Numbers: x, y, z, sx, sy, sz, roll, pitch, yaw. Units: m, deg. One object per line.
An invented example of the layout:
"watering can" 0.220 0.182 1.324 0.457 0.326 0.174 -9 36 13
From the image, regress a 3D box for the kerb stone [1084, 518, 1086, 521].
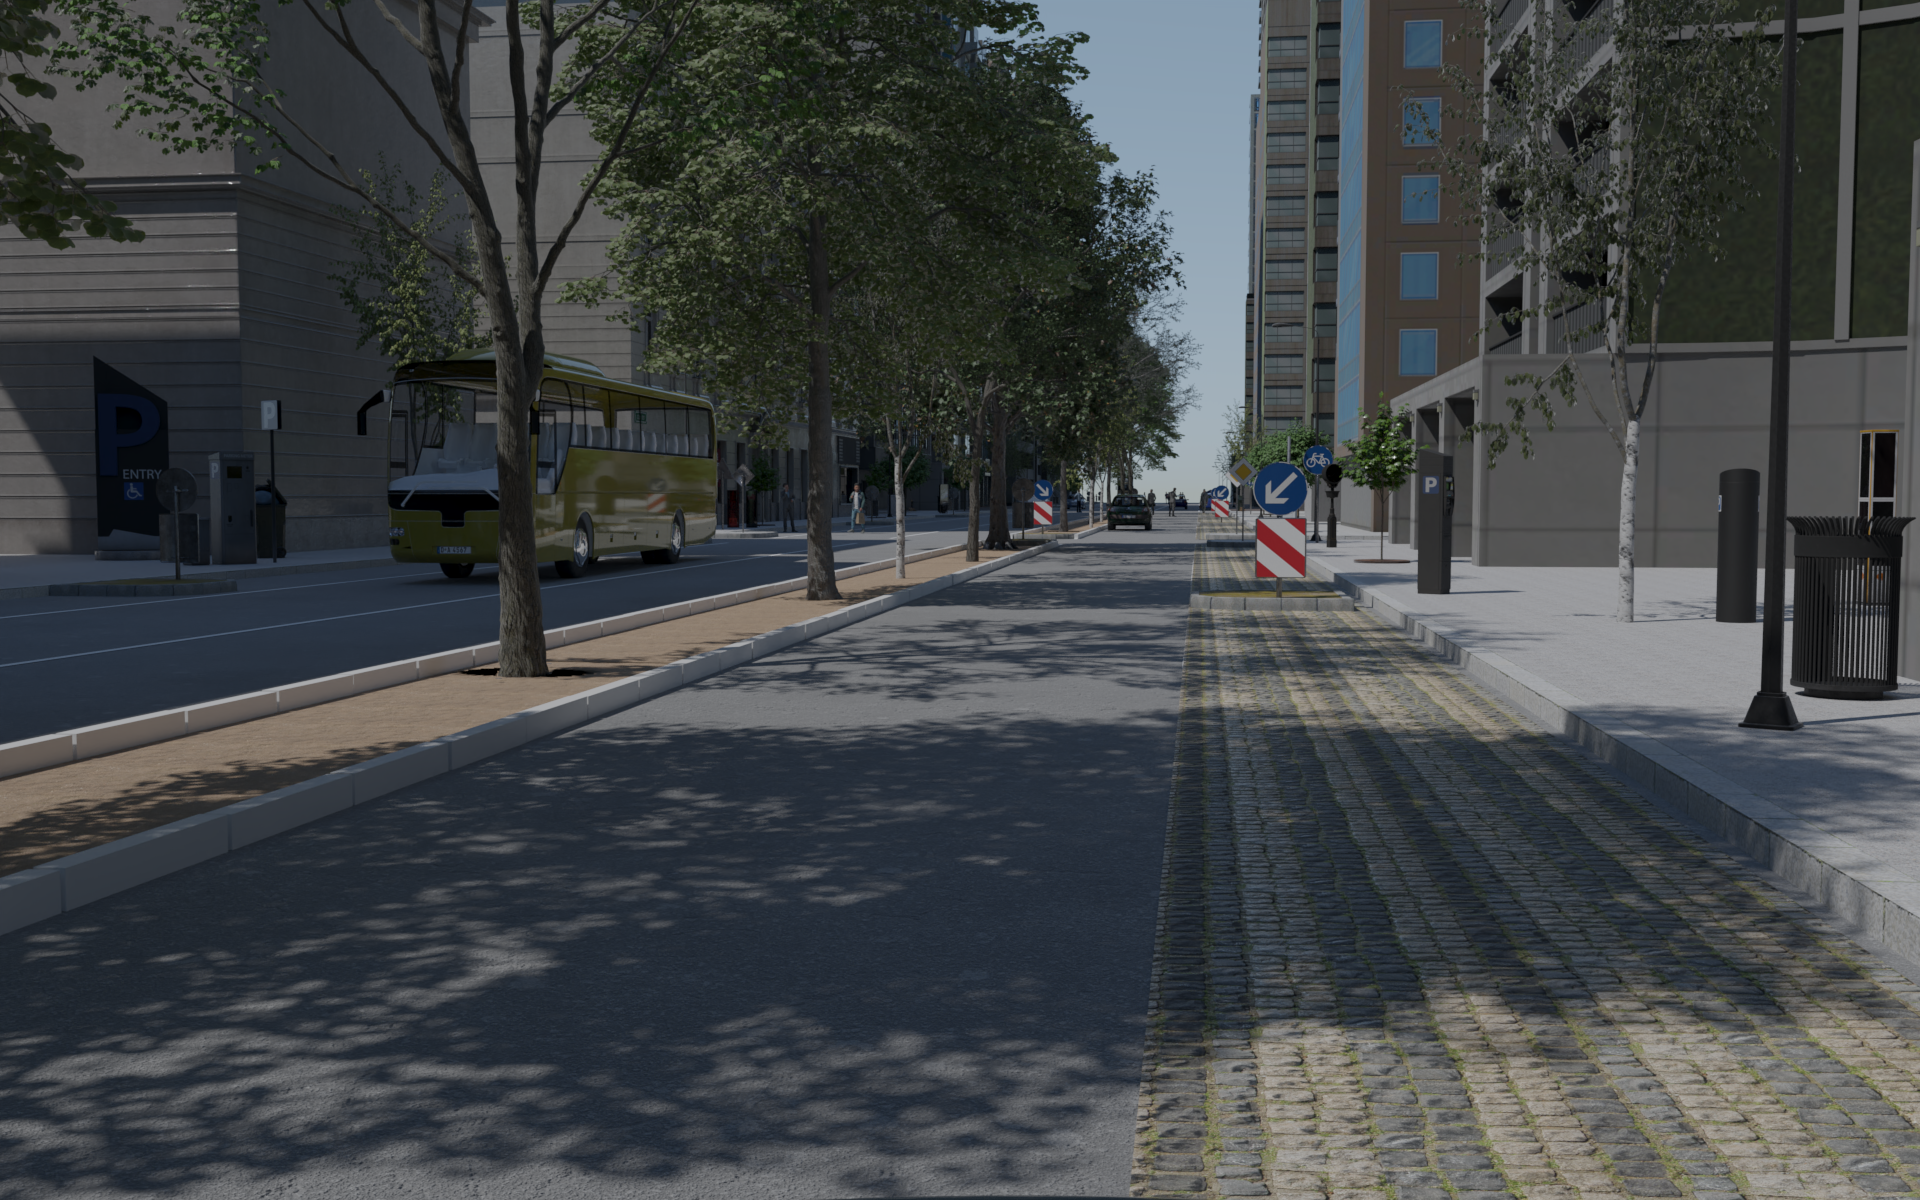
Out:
"kerb stone" 6.199 -4.048 88.502 0.120 0.150 1.000 0 4 8

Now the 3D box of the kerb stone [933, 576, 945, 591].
"kerb stone" -0.389 -0.214 25.748 0.120 0.150 1.000 0 4 8

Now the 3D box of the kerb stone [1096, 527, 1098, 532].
"kerb stone" 4.902 -2.548 63.859 0.120 0.150 1.000 0 4 8

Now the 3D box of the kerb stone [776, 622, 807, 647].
"kerb stone" -1.656 0.343 16.584 0.120 0.150 1.000 0 4 8

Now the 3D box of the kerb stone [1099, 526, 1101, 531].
"kerb stone" 5.177 -2.672 65.888 0.120 0.150 1.000 0 4 8

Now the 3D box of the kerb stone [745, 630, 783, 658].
"kerb stone" -1.792 0.405 15.571 0.120 0.150 1.000 0 4 8

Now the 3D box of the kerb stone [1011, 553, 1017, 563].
"kerb stone" 1.026 -0.838 35.916 0.120 0.150 1.000 0 4 8

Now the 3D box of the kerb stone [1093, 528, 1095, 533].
"kerb stone" 4.623 -2.424 61.829 0.120 0.150 1.000 0 4 8

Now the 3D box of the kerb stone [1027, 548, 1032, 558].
"kerb stone" 1.452 -1.025 38.963 0.120 0.150 1.000 0 4 8

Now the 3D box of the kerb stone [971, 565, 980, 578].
"kerb stone" 0.174 -0.466 29.809 0.120 0.150 1.000 0 4 8

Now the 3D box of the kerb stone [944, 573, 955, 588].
"kerb stone" -0.249 -0.280 26.767 0.120 0.150 1.000 0 4 8

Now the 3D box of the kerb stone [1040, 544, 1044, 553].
"kerb stone" 1.872 -1.212 42.012 0.120 0.150 1.000 0 4 8

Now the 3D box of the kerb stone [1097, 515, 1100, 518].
"kerb stone" 8.161 -4.920 102.695 0.120 0.150 1.000 0 4 8

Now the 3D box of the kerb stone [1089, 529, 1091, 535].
"kerb stone" 4.332 -2.299 59.787 0.120 0.150 1.000 0 4 8

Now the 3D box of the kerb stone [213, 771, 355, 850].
"kerb stone" -2.918 0.905 7.465 0.120 0.150 1.000 0 4 8

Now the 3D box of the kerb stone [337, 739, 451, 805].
"kerb stone" -2.777 0.841 8.477 0.120 0.150 1.000 0 4 8

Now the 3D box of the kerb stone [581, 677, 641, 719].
"kerb stone" -2.354 0.656 11.515 0.120 0.150 1.000 0 4 8

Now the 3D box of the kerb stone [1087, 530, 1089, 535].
"kerb stone" 4.189 -2.237 58.775 0.120 0.150 1.000 0 4 8

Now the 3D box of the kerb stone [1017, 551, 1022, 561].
"kerb stone" 1.166 -0.901 36.928 0.120 0.150 1.000 0 4 8

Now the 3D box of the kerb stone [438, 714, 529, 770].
"kerb stone" -2.627 0.779 9.489 0.120 0.150 1.000 0 4 8

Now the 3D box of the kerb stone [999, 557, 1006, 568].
"kerb stone" 0.742 -0.709 33.873 0.120 0.150 1.000 0 4 8

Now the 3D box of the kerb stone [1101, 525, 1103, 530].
"kerb stone" 5.328 -2.733 66.899 0.120 0.150 1.000 0 4 8

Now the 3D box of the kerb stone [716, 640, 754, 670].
"kerb stone" -1.936 0.472 14.559 0.120 0.150 1.000 0 4 8

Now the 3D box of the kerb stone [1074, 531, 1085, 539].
"kerb stone" 3.916 -2.113 56.747 0.120 0.150 1.000 0 4 8

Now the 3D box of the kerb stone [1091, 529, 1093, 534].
"kerb stone" 4.481 -2.362 60.807 0.120 0.150 1.000 0 4 8

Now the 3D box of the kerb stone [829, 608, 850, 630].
"kerb stone" -1.368 0.227 18.624 0.120 0.150 1.000 0 4 8

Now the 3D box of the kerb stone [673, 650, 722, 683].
"kerb stone" -2.075 0.529 13.546 0.120 0.150 1.000 0 4 8

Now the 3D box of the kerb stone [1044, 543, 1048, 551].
"kerb stone" 2.014 -1.269 43.025 0.120 0.150 1.000 0 4 8

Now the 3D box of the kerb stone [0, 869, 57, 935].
"kerb stone" -3.201 1.027 5.432 0.120 0.150 1.000 0 4 8

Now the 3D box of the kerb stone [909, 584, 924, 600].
"kerb stone" -0.662 -0.087 23.708 0.120 0.150 1.000 0 4 8

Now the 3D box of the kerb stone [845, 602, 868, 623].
"kerb stone" -1.226 0.156 19.642 0.120 0.150 1.000 0 4 8

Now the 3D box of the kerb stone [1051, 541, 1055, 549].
"kerb stone" 2.294 -1.391 45.051 0.120 0.150 1.000 0 4 8

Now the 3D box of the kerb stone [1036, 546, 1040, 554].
"kerb stone" 1.733 -1.150 40.995 0.120 0.150 1.000 0 4 8

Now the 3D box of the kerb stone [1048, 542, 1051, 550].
"kerb stone" 2.152 -1.333 44.038 0.120 0.150 1.000 0 4 8

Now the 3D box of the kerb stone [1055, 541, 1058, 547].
"kerb stone" 2.435 -1.460 46.073 0.120 0.150 1.000 0 4 8

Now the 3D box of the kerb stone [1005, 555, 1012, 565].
"kerb stone" 0.876 -0.773 34.896 0.120 0.150 1.000 0 4 8

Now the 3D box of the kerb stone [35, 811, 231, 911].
"kerb stone" -3.058 0.963 6.445 0.120 0.150 1.000 0 4 8

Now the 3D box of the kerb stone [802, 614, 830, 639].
"kerb stone" -1.511 0.282 17.608 0.120 0.150 1.000 0 4 8

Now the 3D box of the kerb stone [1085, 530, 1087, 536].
"kerb stone" 4.049 -2.171 57.763 0.120 0.150 1.000 0 4 8

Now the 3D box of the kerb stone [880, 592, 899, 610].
"kerb stone" -0.941 0.032 21.677 0.120 0.150 1.000 0 4 8

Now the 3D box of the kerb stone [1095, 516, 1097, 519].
"kerb stone" 7.468 -4.614 97.627 0.120 0.150 1.000 0 4 8

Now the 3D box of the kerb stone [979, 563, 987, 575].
"kerb stone" 0.320 -0.528 30.821 0.120 0.150 1.000 0 4 8

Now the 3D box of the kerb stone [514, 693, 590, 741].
"kerb stone" -2.494 0.715 10.502 0.120 0.150 1.000 0 4 8

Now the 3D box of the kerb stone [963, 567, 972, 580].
"kerb stone" 0.038 -0.404 28.795 0.120 0.150 1.000 0 4 8

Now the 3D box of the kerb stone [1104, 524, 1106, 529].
"kerb stone" 5.605 -2.857 68.932 0.120 0.150 1.000 0 4 8

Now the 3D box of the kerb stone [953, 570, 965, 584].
"kerb stone" -0.094 -0.342 27.782 0.120 0.150 1.000 0 4 8

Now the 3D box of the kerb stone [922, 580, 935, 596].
"kerb stone" -0.522 -0.147 24.735 0.120 0.150 1.000 0 4 8

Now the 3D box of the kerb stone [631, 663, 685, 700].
"kerb stone" -2.216 0.595 12.528 0.120 0.150 1.000 0 4 8

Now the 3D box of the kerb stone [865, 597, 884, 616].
"kerb stone" -1.085 0.096 20.656 0.120 0.150 1.000 0 4 8

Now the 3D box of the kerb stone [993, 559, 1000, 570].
"kerb stone" 0.600 -0.652 32.856 0.120 0.150 1.000 0 4 8

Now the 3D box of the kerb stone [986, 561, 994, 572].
"kerb stone" 0.453 -0.590 31.836 0.120 0.150 1.000 0 4 8

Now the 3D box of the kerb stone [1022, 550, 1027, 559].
"kerb stone" 1.305 -0.963 37.951 0.120 0.150 1.000 0 4 8

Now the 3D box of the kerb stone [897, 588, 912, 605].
"kerb stone" -0.805 -0.025 22.695 0.120 0.150 1.000 0 4 8

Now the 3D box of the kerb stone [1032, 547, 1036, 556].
"kerb stone" 1.588 -1.087 39.976 0.120 0.150 1.000 0 4 8
